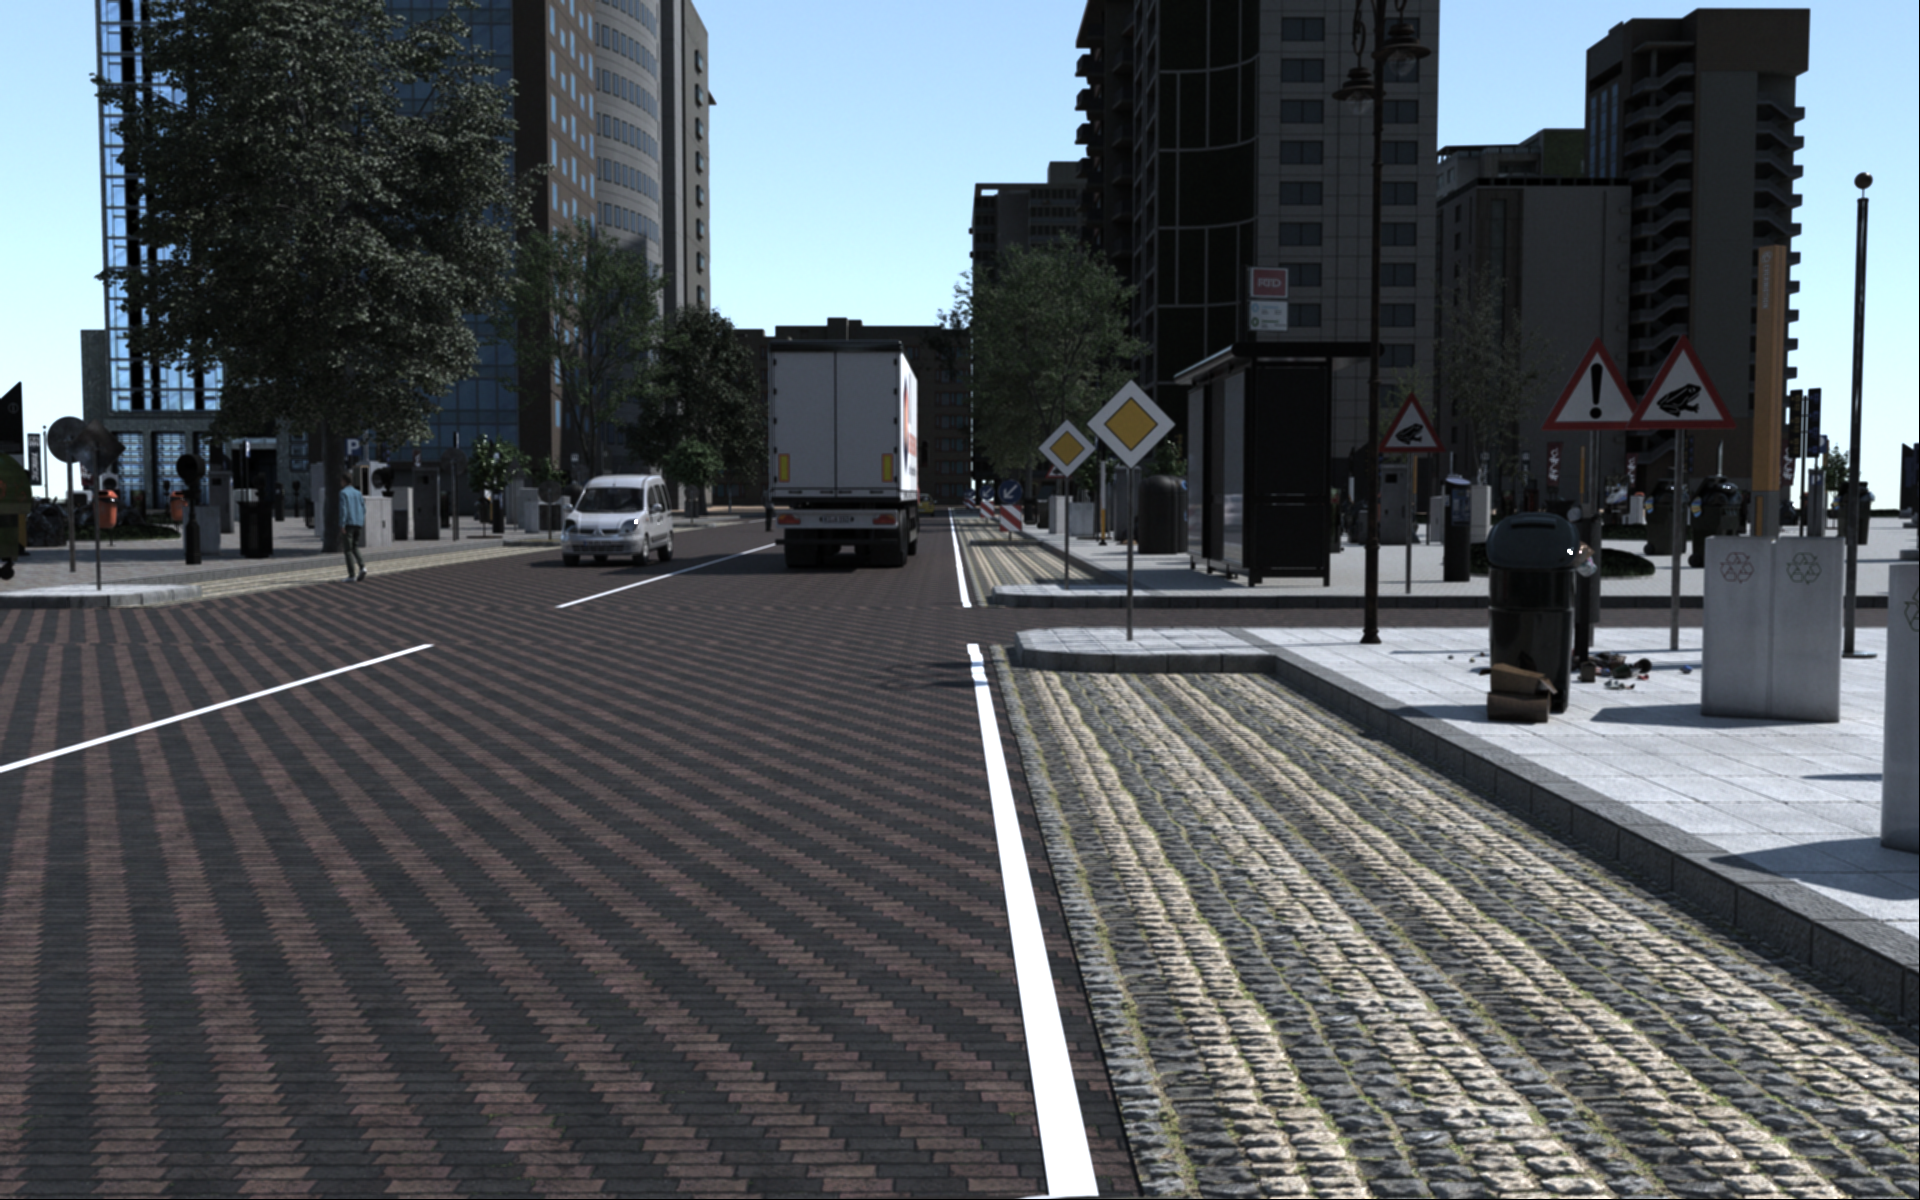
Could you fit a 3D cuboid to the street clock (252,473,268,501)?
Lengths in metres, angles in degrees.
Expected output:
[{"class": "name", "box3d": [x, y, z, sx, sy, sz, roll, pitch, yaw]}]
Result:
[{"class": "street clock", "box3d": [-27.384, -3.862, 67.707, 0.471, 2.002, 0.358, -2, 4, -29]}]

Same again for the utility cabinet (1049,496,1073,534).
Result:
[{"class": "utility cabinet", "box3d": [3.223, -2.714, 55.535, 0.306, 1.237, 1.020, 2, 4, 35]}]

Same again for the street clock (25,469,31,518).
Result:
[{"class": "street clock", "box3d": [-27.337, -2.812, 50.548, 0.358, 2.002, 0.471, 0, 3, 0]}]

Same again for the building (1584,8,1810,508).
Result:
[{"class": "building", "box3d": [66.547, -31.102, 158.627, 14.200, 45.320, 14.600, 0, 4, 0]}]

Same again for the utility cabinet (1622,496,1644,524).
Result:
[{"class": "utility cabinet", "box3d": [24.200, -3.146, 62.595, 0.306, 1.237, 1.020, -2, 4, -27]}]

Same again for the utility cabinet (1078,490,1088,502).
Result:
[{"class": "utility cabinet", "box3d": [7.075, -5.352, 96.177, 1.173, 1.500, 0.318, 3, 5, 44]}]

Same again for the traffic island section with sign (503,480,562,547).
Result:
[{"class": "traffic island section with sign", "box3d": [-11.355, -2.389, 47.685, 1.989, 1.847, 2.006, 0, 4, 0]}]

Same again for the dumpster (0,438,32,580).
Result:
[{"class": "dumpster", "box3d": [-14.653, -1.378, 25.030, 1.502, 2.255, 1.985, 0, 4, 0]}]

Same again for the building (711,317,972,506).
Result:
[{"class": "building", "box3d": [-13.283, -21.941, 203.777, 28.899, 21.520, 27.650, 0, 4, 0]}]

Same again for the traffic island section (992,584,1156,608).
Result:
[{"class": "traffic island section", "box3d": [1.447, -0.055, 23.173, 2.009, 0.180, 2.903, 0, 4, 0]}]

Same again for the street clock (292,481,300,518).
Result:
[{"class": "street clock", "box3d": [-36.235, -5.506, 94.600, 0.358, 2.002, 0.471, 0, 4, 4]}]

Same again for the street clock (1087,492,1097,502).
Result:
[{"class": "street clock", "box3d": [4.299, -3.167, 56.350, 0.358, 2.002, 0.471, -3, 4, -37]}]

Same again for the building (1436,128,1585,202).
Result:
[{"class": "building", "box3d": [61.874, -31.395, 196.900, 14.086, 41.232, 14.154, 0, 4, 0]}]

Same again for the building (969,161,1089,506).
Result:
[{"class": "building", "box3d": [13.150, -31.379, 204.932, 23.993, 40.220, 32.217, 0, 4, 0]}]

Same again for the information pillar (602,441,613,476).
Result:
[{"class": "information pillar", "box3d": [-15.687, -5.238, 76.999, 0.504, 3.616, 0.183, -3, 5, -40]}]

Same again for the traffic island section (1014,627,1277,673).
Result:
[{"class": "traffic island section", "box3d": [1.507, 0.434, 15.188, 2.009, 0.180, 2.903, 0, 4, 0]}]

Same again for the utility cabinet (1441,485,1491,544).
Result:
[{"class": "utility cabinet", "box3d": [12.760, -2.140, 43.673, 1.173, 1.500, 0.318, 3, 4, 37]}]

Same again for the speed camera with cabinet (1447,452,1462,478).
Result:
[{"class": "speed camera with cabinet", "box3d": [22.879, -5.262, 80.362, 0.660, 3.252, 2.038, 2, 4, 23]}]

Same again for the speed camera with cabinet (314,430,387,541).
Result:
[{"class": "speed camera with cabinet", "box3d": [-16.782, -3.279, 47.952, 0.660, 3.252, 2.038, 2, 4, 25]}]

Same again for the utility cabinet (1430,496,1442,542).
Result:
[{"class": "utility cabinet", "box3d": [12.969, -2.179, 46.793, 0.306, 1.237, 1.020, 0, 4, -1]}]

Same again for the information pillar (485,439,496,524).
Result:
[{"class": "information pillar", "box3d": [-20.008, -5.066, 74.187, 0.183, 3.616, 0.504, 0, 4, 6]}]

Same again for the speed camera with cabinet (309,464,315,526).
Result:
[{"class": "speed camera with cabinet", "box3d": [-18.763, -3.468, 51.030, 0.660, 3.252, 2.038, -1, 4, -15]}]

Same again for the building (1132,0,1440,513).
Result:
[{"class": "building", "box3d": [21.723, -42.040, 125.607, 20.563, 71.187, 20.611, 0, 4, 0]}]

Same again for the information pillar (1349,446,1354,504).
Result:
[{"class": "information pillar", "box3d": [19.309, -5.753, 85.419, 0.183, 3.616, 0.504, 0, 4, -6]}]

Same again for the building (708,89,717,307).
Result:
[{"class": "building", "box3d": [-41.748, -37.526, 202.792, 27.495, 52.752, 28.713, 0, 4, 0]}]

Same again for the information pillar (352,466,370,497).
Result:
[{"class": "information pillar", "box3d": [-15.631, -2.491, 45.221, 0.304, 2.012, 0.304, 2, 4, 25]}]

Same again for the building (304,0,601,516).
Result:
[{"class": "building", "box3d": [-30.412, -27.846, 105.392, 14.600, 45.320, 14.200, 0, 4, 0]}]

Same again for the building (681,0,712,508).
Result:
[{"class": "building", "box3d": [-34.358, -32.499, 155.062, 21.600, 48.544, 21.300, 0, 4, 0]}]

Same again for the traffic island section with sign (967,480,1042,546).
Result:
[{"class": "traffic island section with sign", "box3d": [1.269, -2.422, 48.223, 1.989, 1.847, 2.006, 0, 4, 0]}]

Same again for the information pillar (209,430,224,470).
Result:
[{"class": "information pillar", "box3d": [-26.808, -4.352, 62.518, 0.504, 3.616, 0.183, 0, 4, 3]}]

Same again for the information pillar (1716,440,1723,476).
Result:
[{"class": "information pillar", "box3d": [32.678, -5.090, 74.579, 0.183, 3.616, 0.504, 3, 5, 40]}]

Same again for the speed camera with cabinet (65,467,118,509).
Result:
[{"class": "speed camera with cabinet", "box3d": [-37.992, -4.982, 75.788, 2.038, 3.252, 0.660, -2, 4, -35]}]

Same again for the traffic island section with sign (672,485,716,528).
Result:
[{"class": "traffic island section with sign", "box3d": [-11.561, -4.037, 74.640, 1.989, 1.847, 2.006, 0, 4, 0]}]

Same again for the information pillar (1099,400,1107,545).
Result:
[{"class": "information pillar", "box3d": [3.580, -3.182, 43.378, 0.183, 3.616, 0.504, 0, 4, 0]}]

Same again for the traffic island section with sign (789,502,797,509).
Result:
[{"class": "traffic island section with sign", "box3d": [-11.950, -7.108, 124.839, 1.989, 1.847, 2.006, 0, 4, 0]}]

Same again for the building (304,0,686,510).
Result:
[{"class": "building", "box3d": [-32.902, -35.754, 126.578, 21.231, 58.520, 28.212, 0, 4, 0]}]

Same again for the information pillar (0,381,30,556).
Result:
[{"class": "information pillar", "box3d": [-19.736, -2.736, 36.092, 0.504, 3.616, 0.183, 0, 4, 1]}]

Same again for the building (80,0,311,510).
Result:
[{"class": "building", "box3d": [-60.685, -51.347, 152.187, 31.000, 86.520, 22.319, 0, 4, 0]}]

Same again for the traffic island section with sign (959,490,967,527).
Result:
[{"class": "traffic island section with sign", "box3d": [1.058, -4.102, 75.688, 1.989, 1.847, 2.006, 0, 4, 0]}]

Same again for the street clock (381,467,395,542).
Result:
[{"class": "street clock", "box3d": [-15.322, -2.559, 46.411, 0.358, 2.002, 0.471, 0, 4, -2]}]

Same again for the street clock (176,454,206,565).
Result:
[{"class": "street clock", "box3d": [-13.965, -1.647, 31.499, 0.471, 2.002, 0.358, 1, 4, 17]}]

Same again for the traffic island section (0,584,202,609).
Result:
[{"class": "traffic island section", "box3d": [-11.494, -0.049, 23.080, 2.009, 0.180, 2.903, 0, 4, 0]}]

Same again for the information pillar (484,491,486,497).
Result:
[{"class": "information pillar", "box3d": [-21.944, -5.449, 80.443, 0.183, 3.616, 0.504, 2, 4, 27]}]

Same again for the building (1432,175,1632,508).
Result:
[{"class": "building", "box3d": [52.383, -23.778, 160.469, 14.107, 30.474, 14.160, 0, 4, 0]}]

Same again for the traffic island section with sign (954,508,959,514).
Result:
[{"class": "traffic island section with sign", "box3d": [0.682, -7.119, 125.021, 1.989, 1.847, 2.006, 0, 4, 0]}]

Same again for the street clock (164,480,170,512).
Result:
[{"class": "street clock", "box3d": [-40.454, -5.126, 88.377, 0.358, 2.002, 0.471, -1, 4, -14]}]

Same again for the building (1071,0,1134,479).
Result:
[{"class": "building", "box3d": [21.449, -30.366, 151.104, 22.147, 44.769, 28.867, 0, 4, 0]}]
